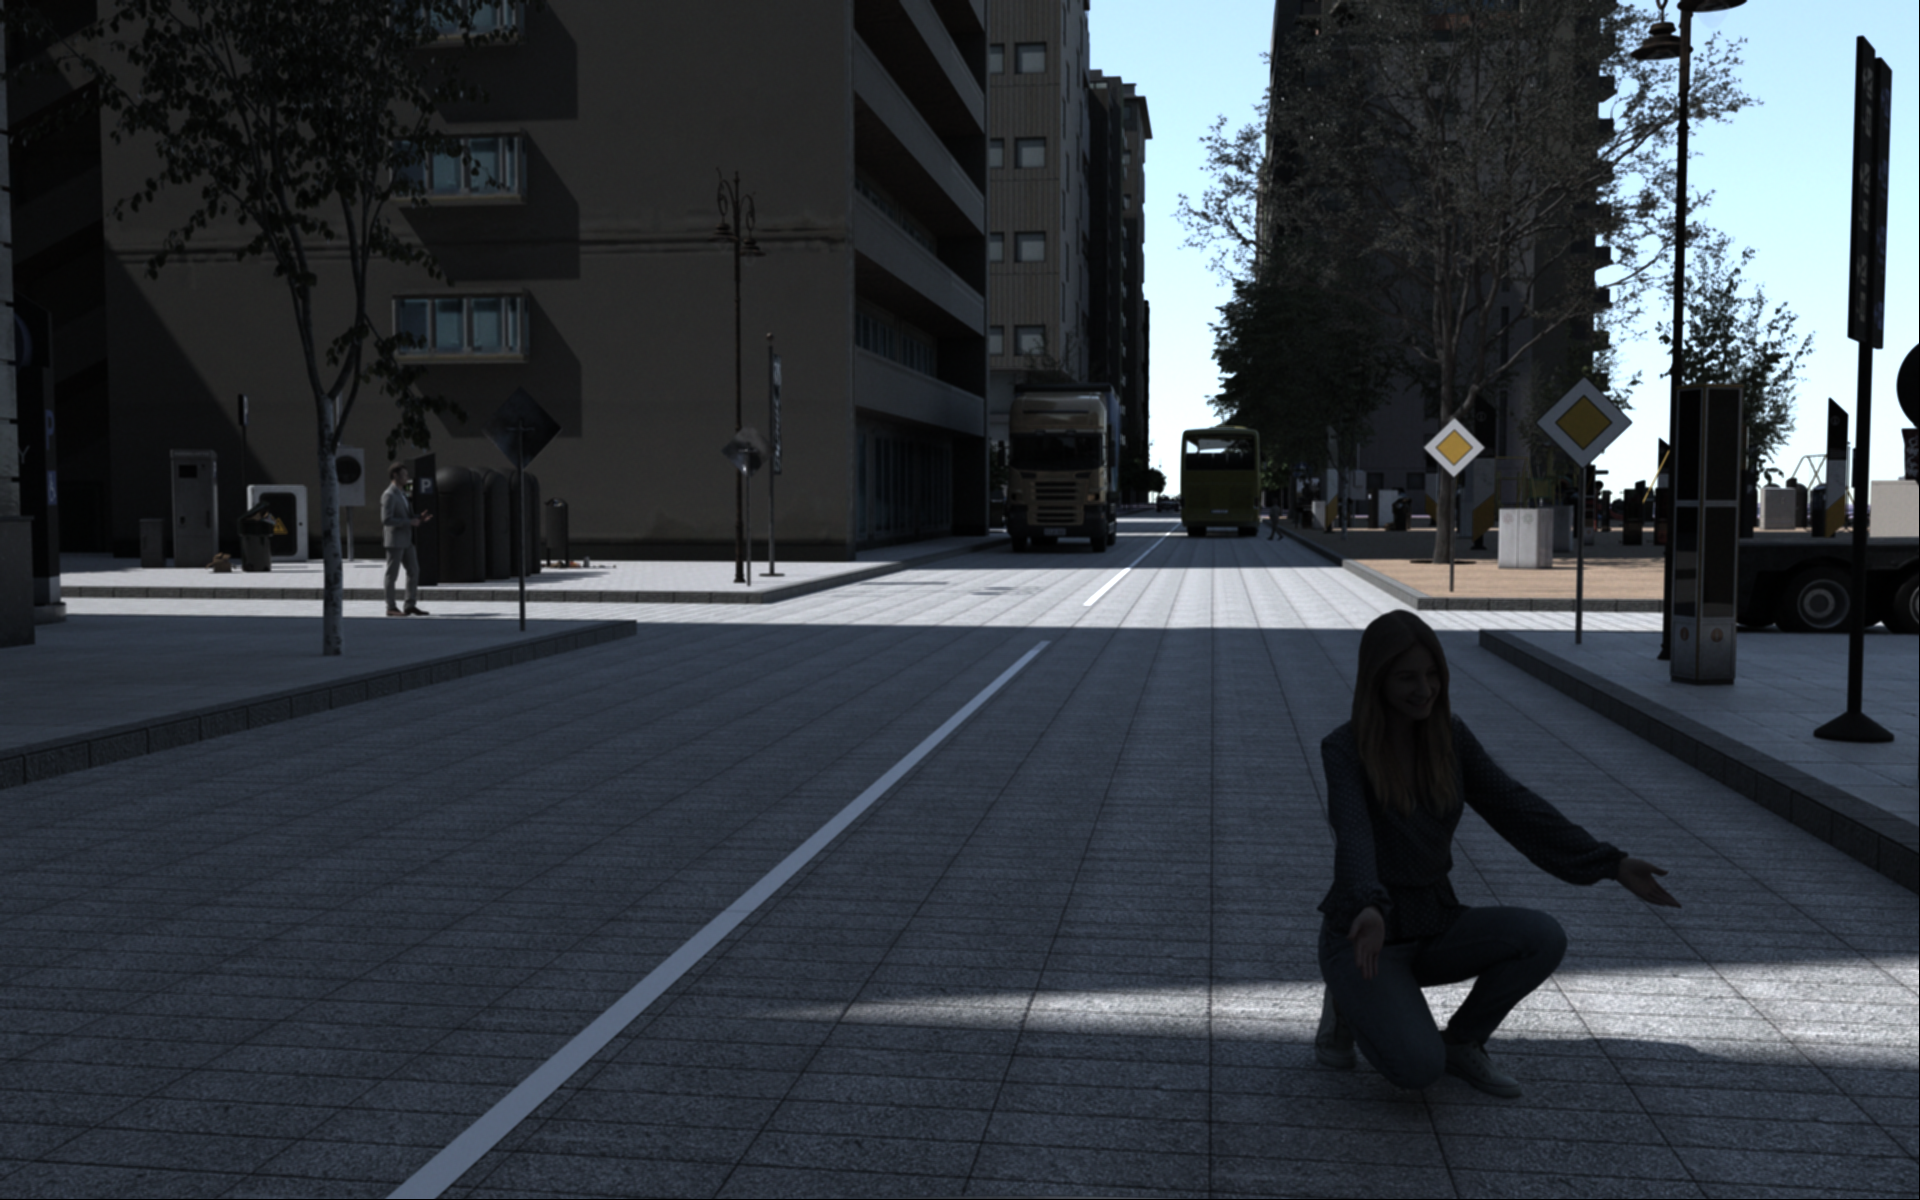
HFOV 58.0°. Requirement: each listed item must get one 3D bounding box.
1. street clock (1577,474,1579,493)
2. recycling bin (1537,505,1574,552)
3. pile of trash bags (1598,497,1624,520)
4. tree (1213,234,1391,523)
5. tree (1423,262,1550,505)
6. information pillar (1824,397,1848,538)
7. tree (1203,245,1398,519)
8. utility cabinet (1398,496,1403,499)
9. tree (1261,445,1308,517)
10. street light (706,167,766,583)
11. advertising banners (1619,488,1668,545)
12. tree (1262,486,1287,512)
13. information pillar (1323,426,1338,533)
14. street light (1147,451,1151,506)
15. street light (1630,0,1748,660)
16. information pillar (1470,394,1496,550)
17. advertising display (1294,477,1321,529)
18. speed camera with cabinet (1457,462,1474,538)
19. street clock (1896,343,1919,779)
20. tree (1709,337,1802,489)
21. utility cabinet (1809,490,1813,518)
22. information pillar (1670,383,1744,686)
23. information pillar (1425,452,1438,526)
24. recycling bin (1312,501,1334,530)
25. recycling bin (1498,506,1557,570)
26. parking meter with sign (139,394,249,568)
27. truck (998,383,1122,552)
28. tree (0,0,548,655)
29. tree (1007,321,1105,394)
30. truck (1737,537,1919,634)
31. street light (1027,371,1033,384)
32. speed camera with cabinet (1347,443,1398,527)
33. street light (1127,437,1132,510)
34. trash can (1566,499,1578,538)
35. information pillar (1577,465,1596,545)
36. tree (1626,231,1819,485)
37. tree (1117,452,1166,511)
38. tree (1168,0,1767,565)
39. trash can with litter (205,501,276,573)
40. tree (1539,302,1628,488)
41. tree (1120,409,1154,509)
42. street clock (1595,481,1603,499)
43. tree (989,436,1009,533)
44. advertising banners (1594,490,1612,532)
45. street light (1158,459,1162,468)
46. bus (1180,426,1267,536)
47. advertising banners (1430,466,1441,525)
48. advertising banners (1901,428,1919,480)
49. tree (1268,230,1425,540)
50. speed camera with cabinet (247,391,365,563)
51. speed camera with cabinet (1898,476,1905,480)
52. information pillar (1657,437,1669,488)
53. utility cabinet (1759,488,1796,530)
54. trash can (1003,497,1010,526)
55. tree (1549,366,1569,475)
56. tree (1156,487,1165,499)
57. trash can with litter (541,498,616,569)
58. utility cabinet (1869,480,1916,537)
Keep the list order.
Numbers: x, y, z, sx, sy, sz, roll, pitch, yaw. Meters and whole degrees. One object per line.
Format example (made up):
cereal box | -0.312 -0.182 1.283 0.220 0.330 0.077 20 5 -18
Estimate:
street clock | 22.133 -3.491 61.652 0.358 2.002 0.471 0 4 4
recycling bin | 13.218 -1.586 38.484 0.722 1.027 0.722 2 4 24
pile of trash bags | 32.017 -4.738 87.222 3.447 1.369 1.912 1 4 18
tree | 14.961 -9.676 76.335 7.486 12.596 7.792 0 3 0
tree | 15.466 -6.368 54.472 4.360 8.622 3.978 0 3 0
information pillar | 21.262 -3.100 42.044 0.504 3.616 0.183 0 4 -4
tree | 17.405 -11.179 89.435 9.857 13.997 8.962 0 3 0
utility cabinet | 20.278 -4.251 80.671 0.306 1.237 1.020 3 5 39
tree | 18.136 -6.998 98.129 4.285 4.588 4.351 0 3 0
street light | -3.192 -3.189 24.922 0.468 5.910 1.993 1 4 8
advertising banners | 17.587 -2.878 43.247 2.074 3.025 0.090 1 4 11
tree | 22.747 -7.940 124.413 1.663 3.219 1.824 0 3 0
information pillar | 12.225 -4.014 56.980 0.504 3.616 0.183 -2 4 -33
street light | 19.929 -12.862 183.075 0.468 5.910 1.993 1 4 8
street light | 5.511 -2.476 13.268 0.468 5.910 1.993 1 4 8
information pillar | 12.052 -2.967 39.863 0.504 3.616 0.183 0 4 7
advertising display | 12.940 -3.627 64.513 0.974 1.923 0.123 -1 4 -10
speed camera with cabinet | 14.772 -3.409 50.077 0.660 3.252 2.038 1 4 11
street clock | 4.401 -0.188 7.642 0.471 2.002 0.358 0 4 6
tree | 37.378 -8.052 82.017 4.360 8.622 3.978 0 3 0
utility cabinet | 45.453 -5.073 91.627 1.173 1.500 0.318 -2 4 -31
information pillar | 5.043 -0.441 11.709 0.304 2.012 0.304 -1 4 -13
information pillar | 18.895 -4.768 69.307 0.504 3.616 0.183 3 4 38
recycling bin | 13.077 -3.051 62.430 0.722 1.027 0.722 0 4 7
recycling bin | 9.751 -1.058 29.846 0.722 1.027 0.722 3 4 38
parking meter with sign | -13.318 -2.071 30.118 1.738 3.016 0.543 -1 4 -14
truck | 2.884 -3.503 46.196 2.839 4.237 11.283 0 4 7
tree | -5.071 -3.852 13.344 4.360 8.622 3.978 0 3 0
tree | 4.235 -7.594 74.519 4.360 8.622 3.978 0 3 0
truck | 16.830 -1.631 16.419 18.799 4.110 2.967 0 4 8
street light | 2.625 -5.669 65.470 0.468 5.910 1.993 1 4 8
speed camera with cabinet | 16.063 -4.483 67.635 2.038 3.252 0.660 -1 4 -14
street light | 13.750 -10.279 140.847 0.468 5.910 1.993 1 4 8
trash can | 18.152 -2.394 50.800 0.748 1.137 0.748 0 3 0
information pillar | 15.698 -2.380 43.398 0.304 2.012 0.304 -1 4 -9
tree | 21.338 -5.992 48.329 4.737 8.622 4.395 0 3 0
tree | 12.674 -9.188 133.936 4.285 4.588 4.351 0 3 0
tree | 9.074 -7.413 31.574 12.009 13.543 11.850 0 3 0
trash can with litter | -11.796 -1.040 28.394 1.055 1.170 0.624 -2 4 -29
tree | 24.324 -7.155 67.351 4.737 8.622 4.395 0 3 0
tree | 14.870 -12.221 150.172 4.360 8.622 3.978 0 3 0
street clock | 34.340 -5.421 93.209 0.471 2.002 0.358 0 4 1
tree | 1.047 -3.864 57.781 1.663 3.219 1.824 0 3 0
advertising banners | 21.881 -3.885 59.710 0.090 3.025 2.074 -1 4 -11
street light | 25.900 -15.377 224.207 0.468 5.910 1.993 1 4 8
bus | 9.469 -4.303 61.897 2.896 3.916 12.252 1 4 10
advertising banners | 19.907 -4.652 72.245 0.090 3.025 2.074 0 4 3
advertising banners | 25.854 -3.016 45.500 2.074 3.025 0.090 2 4 30
tree | 10.751 -5.988 48.265 4.360 8.622 3.978 0 3 0
speed camera with cabinet | -12.361 -2.348 32.727 2.038 3.252 0.660 -2 4 -32
speed camera with cabinet | 47.745 -5.666 86.973 2.038 3.252 0.660 -3 5 -43
information pillar | 28.731 -4.855 70.740 0.504 3.616 0.183 2 4 26
utility cabinet | 28.919 -3.214 61.230 1.173 1.500 0.318 0 4 -8
trash can | 2.048 -3.486 68.648 0.748 1.137 0.748 0 3 0
tree | 31.359 -8.729 93.073 4.360 8.622 3.978 0 3 0
tree | 28.477 -15.514 248.261 1.663 3.219 1.824 0 3 0
trash can with litter | -7.251 -1.187 30.464 2.233 1.210 1.678 3 4 38
utility cabinet | 15.085 -1.148 27.445 0.318 1.500 1.173 -2 4 -35
